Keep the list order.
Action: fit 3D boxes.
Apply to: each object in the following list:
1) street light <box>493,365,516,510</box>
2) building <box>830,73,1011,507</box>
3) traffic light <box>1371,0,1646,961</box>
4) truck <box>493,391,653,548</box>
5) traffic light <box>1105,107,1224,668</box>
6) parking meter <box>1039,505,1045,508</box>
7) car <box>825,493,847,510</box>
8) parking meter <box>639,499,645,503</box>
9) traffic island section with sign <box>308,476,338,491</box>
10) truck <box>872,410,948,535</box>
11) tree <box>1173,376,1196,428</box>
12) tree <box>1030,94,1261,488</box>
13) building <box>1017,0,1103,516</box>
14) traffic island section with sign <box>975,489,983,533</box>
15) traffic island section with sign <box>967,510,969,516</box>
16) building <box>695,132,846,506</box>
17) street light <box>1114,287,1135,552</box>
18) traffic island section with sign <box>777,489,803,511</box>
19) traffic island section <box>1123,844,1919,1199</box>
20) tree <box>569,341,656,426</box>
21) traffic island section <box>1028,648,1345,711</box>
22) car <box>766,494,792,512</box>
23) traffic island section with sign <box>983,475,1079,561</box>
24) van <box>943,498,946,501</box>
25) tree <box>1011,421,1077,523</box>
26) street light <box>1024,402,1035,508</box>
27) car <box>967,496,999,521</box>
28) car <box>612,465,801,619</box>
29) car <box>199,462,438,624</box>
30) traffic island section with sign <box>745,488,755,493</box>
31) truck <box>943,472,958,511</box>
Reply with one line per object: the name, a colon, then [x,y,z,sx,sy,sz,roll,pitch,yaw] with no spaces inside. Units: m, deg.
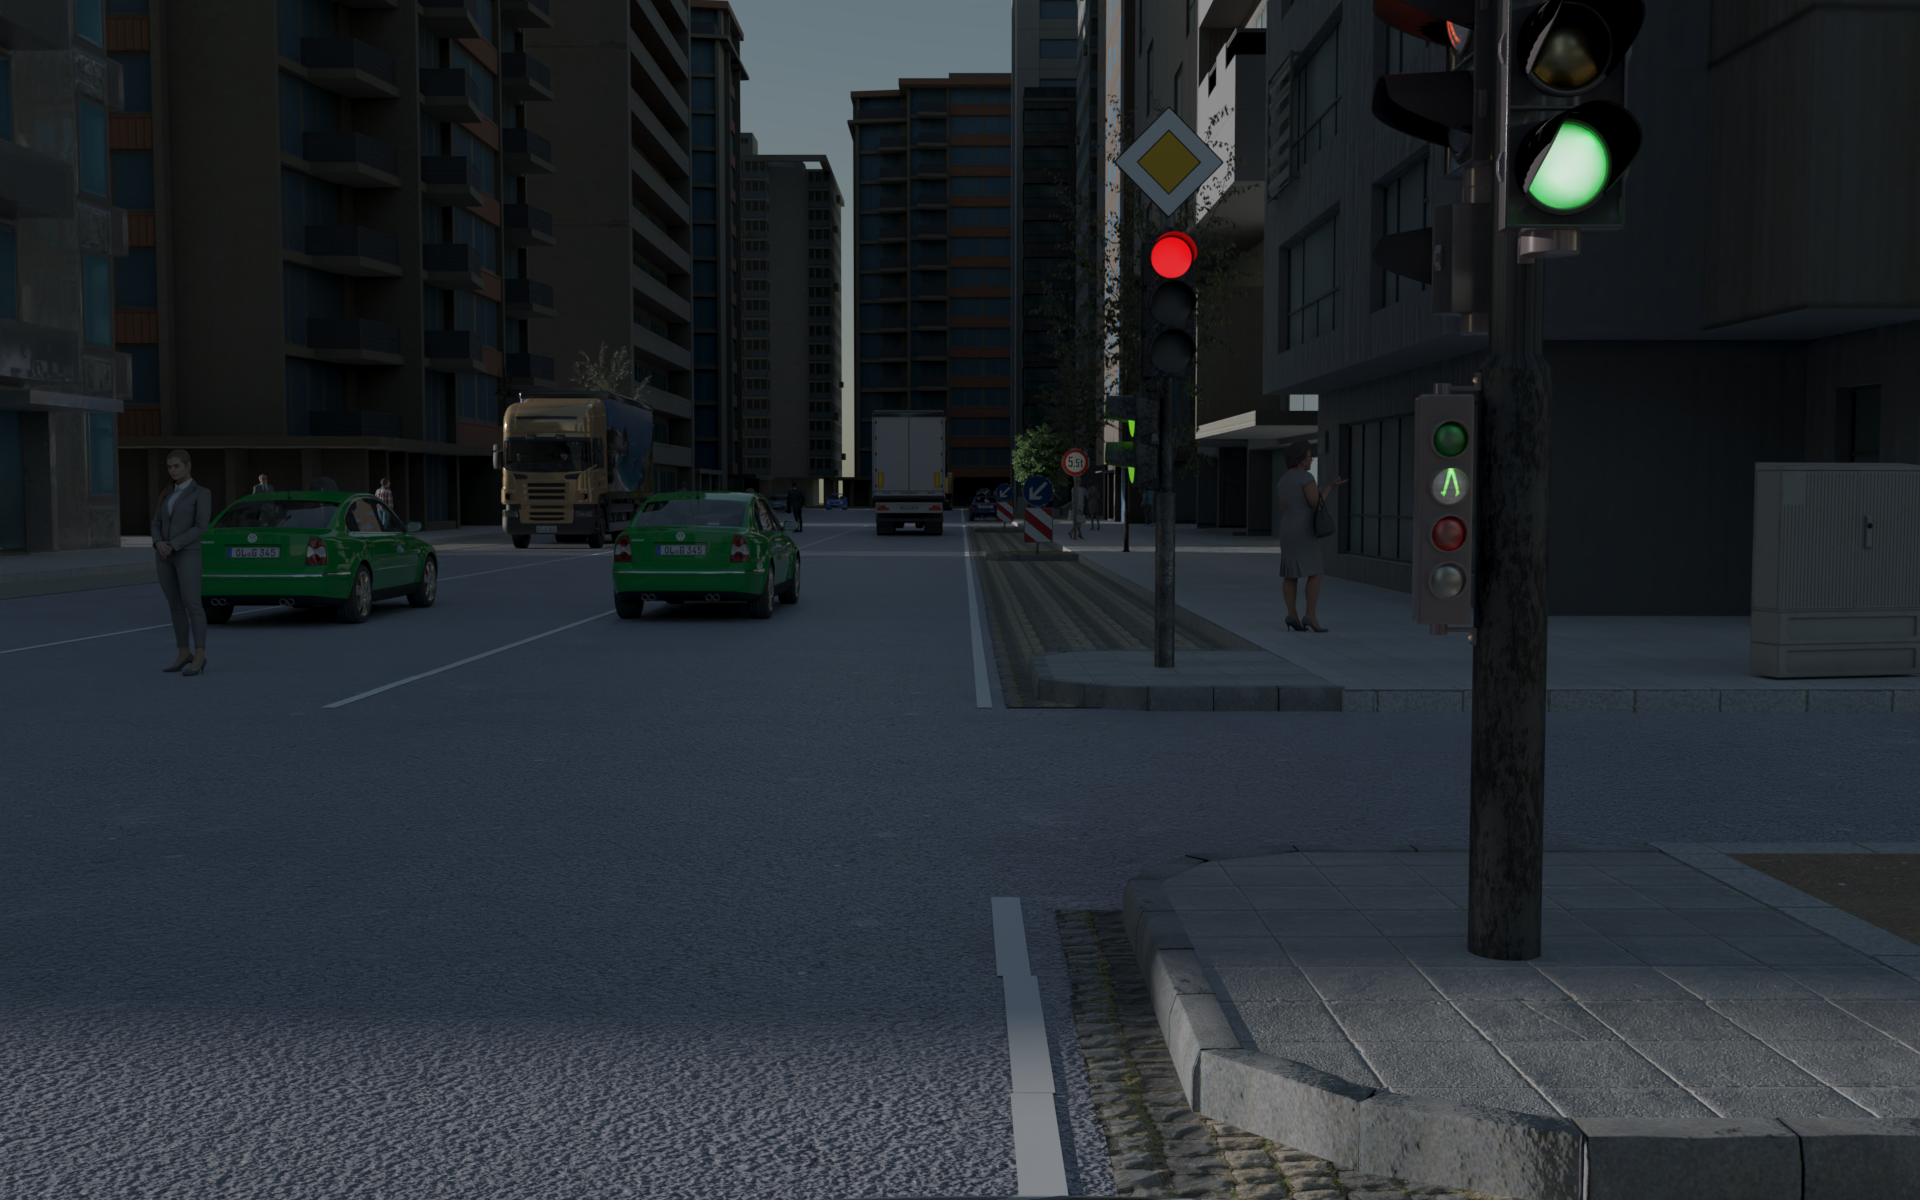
street light: [-16.351,-5.479,62.372,0.468,5.910,1.993,0,3,0]
building: [1.408,-32.325,183.136,28.867,44.769,22.147,0,3,0]
traffic light: [-0.593,-1.832,4.622,4.771,5.953,1.251,0,3,0]
truck: [-10.772,-3.696,49.341,2.839,4.237,11.283,0,4,-2]
traffic light: [1.500,-1.457,12.748,0.839,4.253,0.868,0,3,0]
parking meter: [3.344,-3.906,72.269,0.372,1.533,0.369,0,3,0]
car: [-11.148,-8.987,156.530,1.945,1.707,3.694,0,4,2]
parking meter: [-16.139,-5.031,87.970,0.255,1.863,0.399,0,4,-6]
traffic island section with sign: [-13.979,-1.770,37.561,1.989,1.847,2.006,0,3,0]
truck: [-1.820,-4.574,63.700,2.839,4.237,11.283,0,4,-1]
tree: [10.642,-7.251,68.917,4.737,8.622,4.395,0,3,0]
tree: [3.626,-4.963,31.501,4.360,8.622,3.978,0,3,0]
building: [19.878,-25.388,106.983,32.217,40.220,23.993,0,3,0]
traffic island section with sign: [1.549,-3.427,64.663,1.989,1.847,2.006,0,3,0]
traffic island section with sign: [1.556,-6.483,114.617,1.989,1.847,2.006,0,3,0]
building: [-25.123,-30.387,188.713,23.993,40.220,32.217,0,3,0]
street light: [3.682,-3.998,38.149,0.468,5.910,1.993,0,3,0]
traffic island section with sign: [-13.957,-8.184,142.442,1.989,1.847,2.006,0,3,0]
traffic island section: [1.539,1.064,4.877,2.009,0.180,2.903,0,3,0]
tree: [-17.159,-8.182,84.130,4.360,8.622,3.978,0,3,0]
traffic island section: [1.540,0.576,12.862,2.009,0.180,2.903,0,3,0]
car: [-14.193,-7.579,135.914,2.014,1.417,4.499,0,4,0]
traffic island section with sign: [1.558,-1.779,37.708,1.989,1.847,2.006,0,3,0]
van: [-1.787,-5.501,96.960,2.013,2.044,4.112,0,4,0]
tree: [3.779,-5.779,78.196,4.285,4.588,4.351,0,3,0]
street light: [3.509,-7.019,87.543,0.468,5.910,1.993,0,3,0]
car: [1.336,-4.847,91.835,1.945,1.354,3.894,0,4,0]
car: [-3.024,-0.764,21.281,1.959,1.807,4.718,0,4,1]
car: [-7.521,-0.714,20.469,1.959,1.807,4.718,0,4,-2]
traffic island section with sign: [-13.966,-6.528,115.354,1.989,1.847,2.006,0,3,0]
truck: [-1.953,-9.610,153.051,3.469,3.379,9.791,0,4,1]
